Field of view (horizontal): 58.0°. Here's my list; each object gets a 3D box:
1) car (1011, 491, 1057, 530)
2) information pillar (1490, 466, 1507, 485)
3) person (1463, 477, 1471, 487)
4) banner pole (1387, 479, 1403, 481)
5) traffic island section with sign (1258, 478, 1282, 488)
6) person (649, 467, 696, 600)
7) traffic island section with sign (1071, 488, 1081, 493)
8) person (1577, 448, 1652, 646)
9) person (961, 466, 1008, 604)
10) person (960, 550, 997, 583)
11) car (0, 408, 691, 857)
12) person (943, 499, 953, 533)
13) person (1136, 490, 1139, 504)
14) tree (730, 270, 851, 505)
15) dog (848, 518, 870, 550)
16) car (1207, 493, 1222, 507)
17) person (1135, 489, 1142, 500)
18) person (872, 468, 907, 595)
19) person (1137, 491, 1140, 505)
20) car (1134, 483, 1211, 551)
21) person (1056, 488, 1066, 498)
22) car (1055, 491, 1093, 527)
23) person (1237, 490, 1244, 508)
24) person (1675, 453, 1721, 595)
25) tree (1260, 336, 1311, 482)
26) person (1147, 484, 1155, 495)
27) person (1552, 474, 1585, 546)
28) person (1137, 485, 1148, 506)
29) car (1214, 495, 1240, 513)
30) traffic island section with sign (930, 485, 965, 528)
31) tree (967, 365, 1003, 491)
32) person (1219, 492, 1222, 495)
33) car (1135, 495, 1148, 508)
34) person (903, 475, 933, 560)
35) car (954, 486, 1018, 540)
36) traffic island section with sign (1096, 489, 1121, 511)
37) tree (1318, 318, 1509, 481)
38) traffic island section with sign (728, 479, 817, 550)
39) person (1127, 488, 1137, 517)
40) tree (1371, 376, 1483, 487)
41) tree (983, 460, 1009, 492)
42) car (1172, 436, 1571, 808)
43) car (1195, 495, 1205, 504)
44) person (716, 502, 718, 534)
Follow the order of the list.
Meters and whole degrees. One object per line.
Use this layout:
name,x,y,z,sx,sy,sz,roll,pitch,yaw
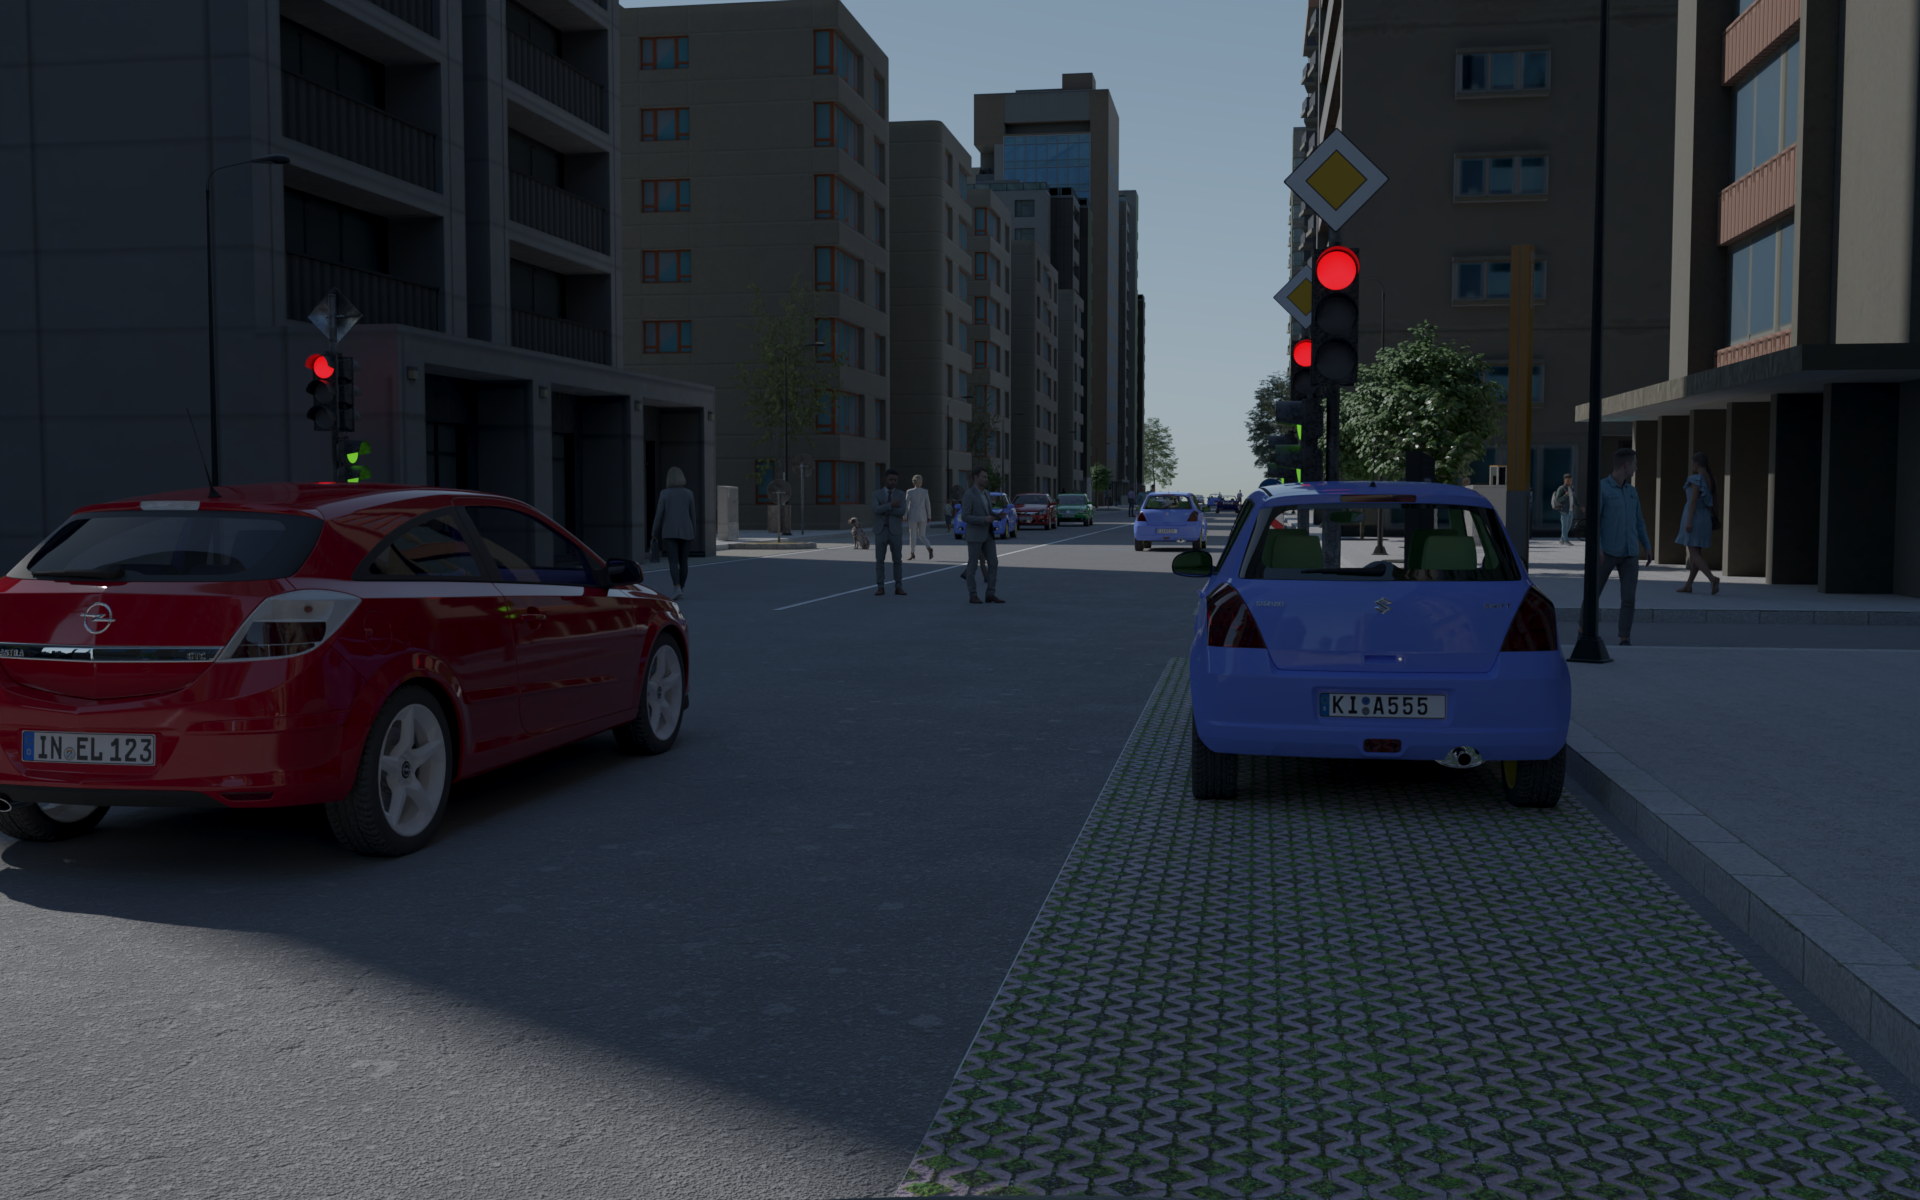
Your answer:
car,2.903,-3.736,70.125,2.155,1.783,4.494,1,4,8
information pillar,14.687,-2.625,47.416,0.304,2.012,0.304,2,4,32
person,14.707,-2.694,50.438,0.694,1.780,0.624,-3,5,-45
banner pole,10.411,-3.115,40.941,0.863,3.779,0.401,-2,4,-27
traffic island section with sign,7.730,-2.144,43.675,1.989,1.847,2.006,1,4,10
person,-3.914,-0.906,23.492,0.709,1.800,0.728,-1,4,-19
traffic island section with sign,8.150,-6.891,121.293,1.989,1.847,2.006,1,4,10
person,5.891,-0.442,15.596,0.638,1.841,0.748,0,4,-6
person,0.328,-0.854,22.663,0.583,1.804,0.606,2,4,34
person,0.307,-0.937,28.096,0.640,1.303,0.475,1,4,13
car,-2.743,0.036,8.444,2.155,1.783,4.494,1,4,11
person,-0.444,-3.134,64.419,0.332,1.250,0.352,2,4,31
person,22.695,-13.151,221.062,0.705,1.824,1.348,-3,5,-44
tree,-5.796,-6.575,57.859,4.737,8.622,4.395,0,3,0
dog,-2.570,-1.705,44.712,0.513,0.831,0.800,-1,4,-15
car,27.017,-10.612,183.091,1.945,1.707,3.694,1,4,10
person,13.886,-7.569,132.252,1.348,1.824,0.705,-2,4,-26
person,-0.994,-0.968,24.507,0.511,1.800,0.466,-1,4,-19
person,16.158,-8.990,156.202,0.721,1.735,1.217,0,4,5
car,5.466,-2.146,44.673,1.945,1.707,3.694,1,4,11
person,7.866,-7.604,131.195,1.217,1.723,0.721,1,4,10
car,5.025,-4.230,77.963,1.959,1.807,4.718,0,4,8
person,26.050,-9.321,160.769,0.709,1.838,0.599,3,5,41
person,9.505,-0.980,22.162,0.616,1.811,0.778,-1,4,-19
tree,15.835,-7.777,77.513,4.360,8.622,3.978,0,3,0
person,7.983,-3.917,72.400,0.638,1.841,0.748,-3,5,-39
person,14.979,-2.224,42.758,0.623,1.781,0.721,-3,5,-43
person,8.169,-4.205,77.277,0.660,1.820,0.620,-2,4,-32
car,19.958,-7.136,129.255,1.945,1.354,3.894,0,4,8
traffic island section with sign,-0.120,-3.924,72.782,1.989,1.847,2.006,1,4,10
tree,0.468,-8.735,93.178,4.360,8.622,3.978,0,3,0
person,34.878,-13.636,232.385,0.756,1.711,0.436,-2,4,-31
car,7.841,-3.513,67.656,2.015,1.641,3.980,0,4,8
person,-0.878,-1.761,37.172,0.514,1.842,0.818,-2,4,-35
car,0.841,-2.824,55.765,1.945,1.707,3.694,1,4,9
traffic island section with sign,12.712,-8.526,148.020,1.989,1.847,2.006,1,4,10
tree,8.580,-2.984,32.495,4.285,4.588,4.351,0,3,0
traffic island section with sign,-4.820,-2.237,45.203,1.989,1.847,2.006,1,4,10
person,10.787,-6.088,107.905,0.599,1.838,0.709,-3,4,-38
tree,7.832,-2.074,28.508,1.663,3.219,1.824,0,3,0
tree,1.600,-6.253,96.844,1.663,3.219,1.824,0,3,0
car,2.097,0.019,9.275,1.945,1.707,3.694,1,4,8
car,32.966,-13.916,239.893,2.083,1.381,4.827,1,4,10
person,-7.879,-2.751,55.697,0.362,1.253,0.373,0,4,5
